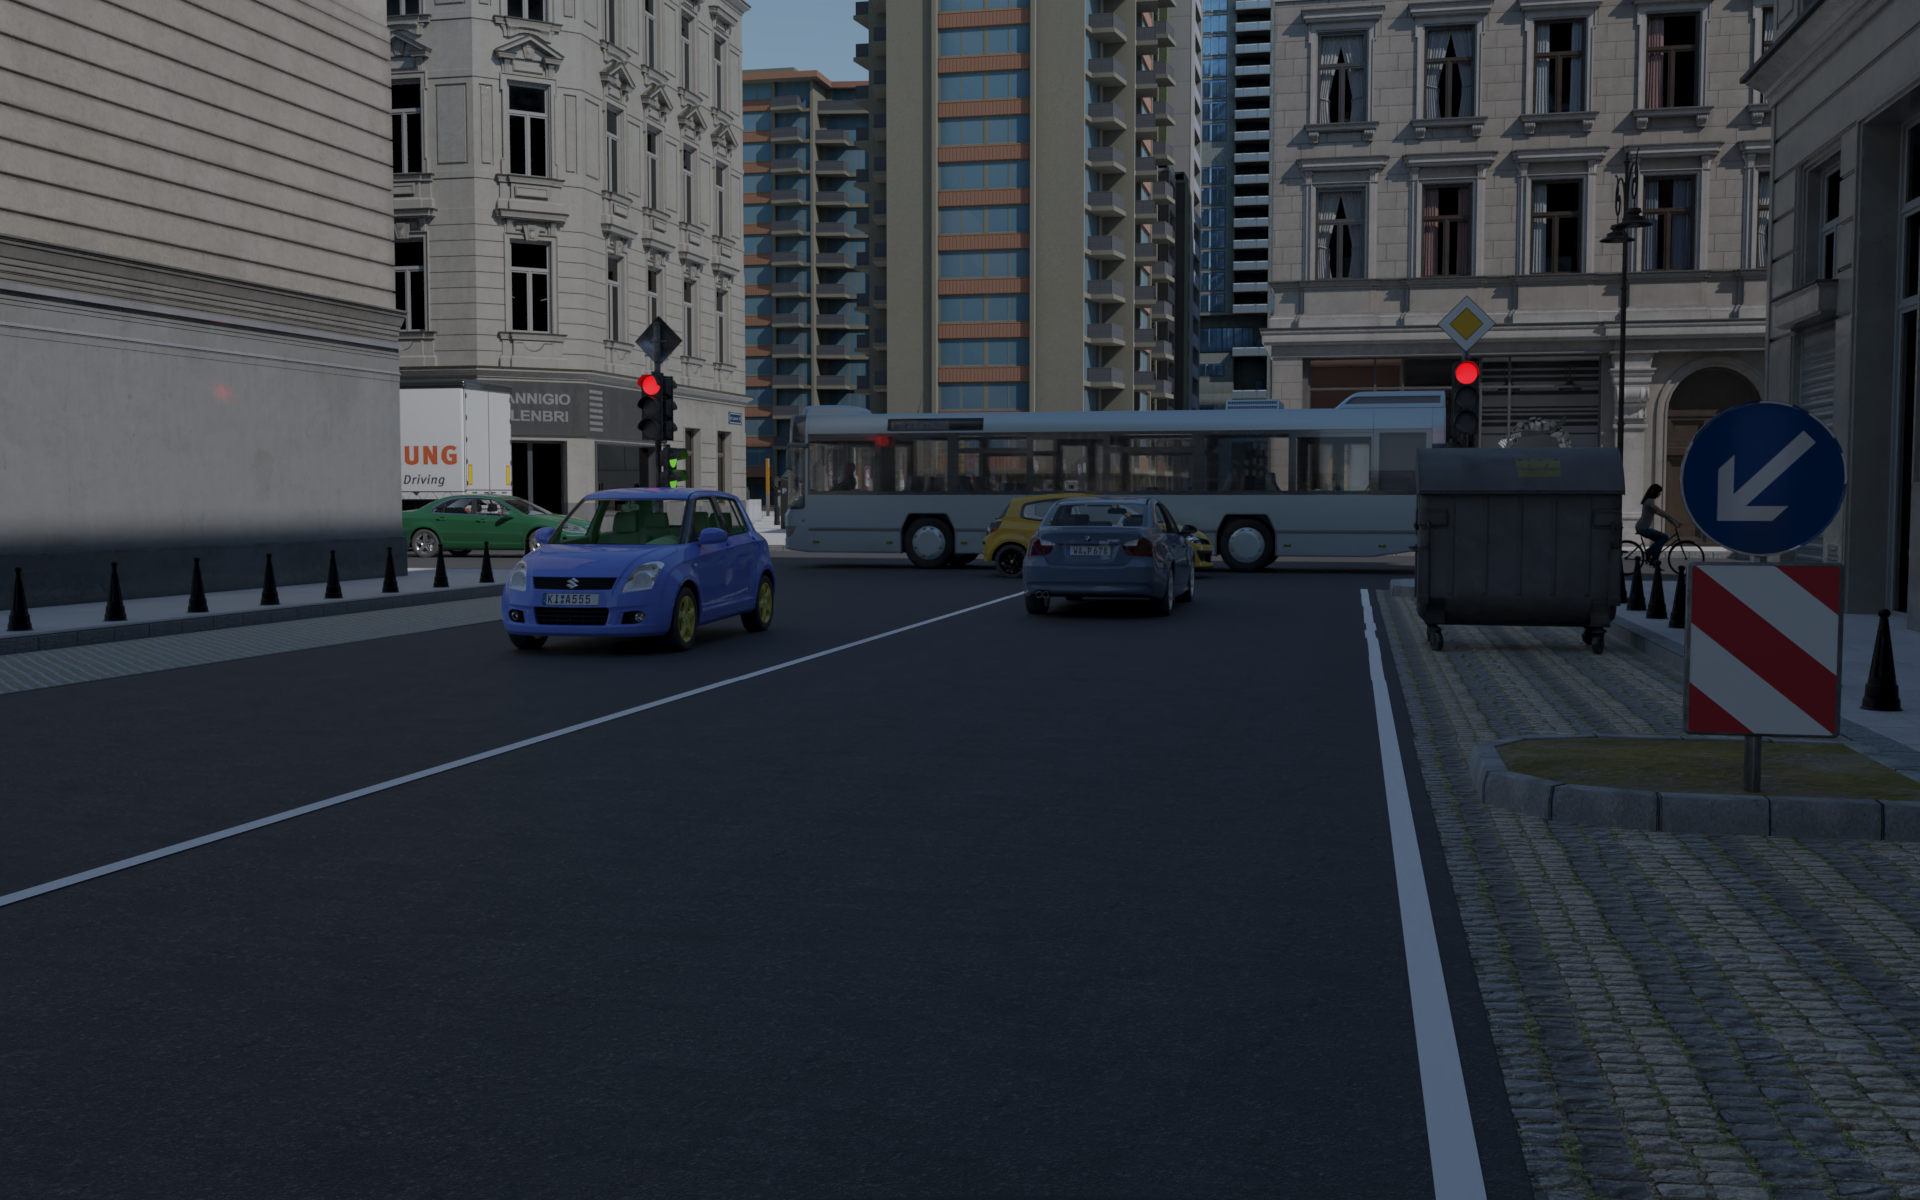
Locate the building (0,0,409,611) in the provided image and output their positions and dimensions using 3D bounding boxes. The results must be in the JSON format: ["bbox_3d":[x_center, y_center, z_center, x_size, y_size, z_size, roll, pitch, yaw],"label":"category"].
[{"bbox_3d":[-18.412,-10.693,23.980,18.267,20.994,9.793,1,4,13],"label":"building"}]

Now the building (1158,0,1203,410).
[{"bbox_3d":[9.810,-38.690,174.575,28.212,58.520,21.231,1,4,13],"label":"building"}]

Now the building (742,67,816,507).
[{"bbox_3d":[-18.801,-32.208,181.224,28.867,44.769,22.147,1,4,13],"label":"building"}]

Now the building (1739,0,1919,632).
[{"bbox_3d":[14.323,-10.589,6.414,16.112,22.955,30.059,1,4,13],"label":"building"}]

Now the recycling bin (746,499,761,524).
[{"bbox_3d":[-9.788,-4.195,81.141,0.722,1.027,0.722,-3,4,-37],"label":"recycling bin"}]

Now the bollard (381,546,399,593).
[{"bbox_3d":[-7.426,-0.399,22.566,0.229,0.601,0.229,0,3,0],"label":"bollard"}]

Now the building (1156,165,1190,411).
[{"bbox_3d":[12.202,-23.159,150.343,14.160,30.474,14.107,1,4,13],"label":"building"}]

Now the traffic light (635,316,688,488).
[{"bbox_3d":[-4.749,-2.350,27.350,0.839,4.253,0.868,1,4,13],"label":"traffic light"}]

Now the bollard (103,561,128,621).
[{"bbox_3d":[-8.558,-0.091,17.534,0.229,0.601,0.229,0,3,0],"label":"bollard"}]

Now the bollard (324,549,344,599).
[{"bbox_3d":[-7.711,-0.322,21.306,0.229,0.601,0.229,0,3,0],"label":"bollard"}]

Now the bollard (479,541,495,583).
[{"bbox_3d":[-6.859,-0.553,25.090,0.229,0.601,0.229,0,3,0],"label":"bollard"}]

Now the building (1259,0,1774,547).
[{"bbox_3d":[10.038,-12.001,47.122,40.483,20.767,10.553,1,4,13],"label":"building"}]

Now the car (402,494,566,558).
[{"bbox_3d":[-10.549,-1.700,39.588,4.920,1.459,2.131,1,4,11],"label":"car"}]

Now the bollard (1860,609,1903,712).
[{"bbox_3d":[5.489,0.351,10.302,0.229,0.601,0.229,0,3,0],"label":"bollard"}]

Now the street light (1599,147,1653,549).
[{"bbox_3d":[9.011,-3.106,23.572,0.468,5.910,1.993,1,4,13],"label":"street light"}]

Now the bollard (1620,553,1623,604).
[{"bbox_3d":[7.749,-0.264,20.354,0.229,0.601,0.229,0,3,0],"label":"bollard"}]

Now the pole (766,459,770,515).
[{"bbox_3d":[-11.053,-6.466,99.566,0.158,3.312,0.155,0,3,0],"label":"pole"}]

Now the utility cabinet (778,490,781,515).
[{"bbox_3d":[-9.984,-5.528,99.055,0.318,1.500,1.173,-3,4,-37],"label":"utility cabinet"}]

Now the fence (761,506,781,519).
[{"bbox_3d":[-9.338,-4.579,90.249,2.069,0.683,0.278,-1,4,-18],"label":"fence"}]

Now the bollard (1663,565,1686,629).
[{"bbox_3d":[6.905,-0.033,16.588,0.229,0.601,0.229,0,3,0],"label":"bollard"}]

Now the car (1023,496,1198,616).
[{"bbox_3d":[1.937,-0.601,21.828,2.014,1.417,4.499,1,4,13],"label":"car"}]

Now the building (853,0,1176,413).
[{"bbox_3d":[4.268,-29.057,129.703,22.147,44.769,28.867,1,4,13],"label":"building"}]

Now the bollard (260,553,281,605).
[{"bbox_3d":[-7.994,-0.245,20.052,0.229,0.601,0.229,0,3,0],"label":"bollard"}]

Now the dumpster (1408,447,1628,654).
[{"bbox_3d":[5.119,-0.477,16.013,1.865,1.857,1.264,1,4,13],"label":"dumpster"}]

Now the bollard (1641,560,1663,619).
[{"bbox_3d":[7.183,-0.110,17.841,0.229,0.601,0.229,0,3,0],"label":"bollard"}]

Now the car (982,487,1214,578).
[{"bbox_3d":[2.400,-1.212,30.035,3.980,1.641,2.015,1,4,11],"label":"car"}]

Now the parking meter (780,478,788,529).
[{"bbox_3d":[-6.356,-3.530,63.427,0.399,1.863,0.255,2,4,24],"label":"parking meter"}]

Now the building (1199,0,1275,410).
[{"bbox_3d":[38.616,-54.794,208.560,31.000,86.520,22.319,1,4,13],"label":"building"}]

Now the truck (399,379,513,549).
[{"bbox_3d":[-17.225,-3.412,44.701,11.283,4.237,2.839,1,4,14],"label":"truck"}]

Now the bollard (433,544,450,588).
[{"bbox_3d":[-7.143,-0.476,23.825,0.229,0.601,0.229,0,3,0],"label":"bollard"}]

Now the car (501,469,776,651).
[{"bbox_3d":[-3.082,-0.453,17.004,1.945,1.707,3.694,1,4,11],"label":"car"}]

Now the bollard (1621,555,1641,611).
[{"bbox_3d":[7.465,-0.187,19.095,0.229,0.601,0.229,0,3,0],"label":"bollard"}]

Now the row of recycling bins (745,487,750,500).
[{"bbox_3d":[-10.784,-4.358,78.369,1.069,1.692,3.534,2,4,29],"label":"row of recycling bins"}]

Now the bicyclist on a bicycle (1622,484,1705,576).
[{"bbox_3d":[12.164,-1.236,30.227,1.625,1.676,1.499,1,4,11],"label":"bicyclist on a bicycle"}]

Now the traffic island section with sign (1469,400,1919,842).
[{"bbox_3d":[3.475,0.029,8.150,1.989,1.847,2.006,1,4,13],"label":"traffic island section with sign"}]

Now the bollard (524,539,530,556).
[{"bbox_3d":[-6.576,-0.630,26.348,0.229,0.601,0.229,0,3,0],"label":"bollard"}]

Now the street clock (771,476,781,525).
[{"bbox_3d":[-7.513,-4.068,71.075,0.471,2.002,0.358,-3,5,-44],"label":"street clock"}]

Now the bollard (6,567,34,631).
[{"bbox_3d":[-8.843,-0.014,16.272,0.229,0.601,0.229,0,3,0],"label":"bollard"}]

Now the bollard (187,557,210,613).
[{"bbox_3d":[-8.278,-0.169,18.800,0.229,0.601,0.229,0,3,0],"label":"bollard"}]

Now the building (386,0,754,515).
[{"bbox_3d":[-30.465,-17.317,59.546,44.131,29.872,17.030,1,4,13],"label":"building"}]

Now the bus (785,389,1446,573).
[{"bbox_3d":[2.431,-2.352,33.318,13.247,3.499,2.948,1,4,14],"label":"bus"}]

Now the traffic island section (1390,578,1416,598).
[{"bbox_3d":[7.206,-0.154,24.801,2.009,0.180,2.903,1,4,13],"label":"traffic island section"}]

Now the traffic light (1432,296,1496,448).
[{"bbox_3d":[7.169,-2.188,24.696,0.839,4.253,0.868,1,4,13],"label":"traffic light"}]
